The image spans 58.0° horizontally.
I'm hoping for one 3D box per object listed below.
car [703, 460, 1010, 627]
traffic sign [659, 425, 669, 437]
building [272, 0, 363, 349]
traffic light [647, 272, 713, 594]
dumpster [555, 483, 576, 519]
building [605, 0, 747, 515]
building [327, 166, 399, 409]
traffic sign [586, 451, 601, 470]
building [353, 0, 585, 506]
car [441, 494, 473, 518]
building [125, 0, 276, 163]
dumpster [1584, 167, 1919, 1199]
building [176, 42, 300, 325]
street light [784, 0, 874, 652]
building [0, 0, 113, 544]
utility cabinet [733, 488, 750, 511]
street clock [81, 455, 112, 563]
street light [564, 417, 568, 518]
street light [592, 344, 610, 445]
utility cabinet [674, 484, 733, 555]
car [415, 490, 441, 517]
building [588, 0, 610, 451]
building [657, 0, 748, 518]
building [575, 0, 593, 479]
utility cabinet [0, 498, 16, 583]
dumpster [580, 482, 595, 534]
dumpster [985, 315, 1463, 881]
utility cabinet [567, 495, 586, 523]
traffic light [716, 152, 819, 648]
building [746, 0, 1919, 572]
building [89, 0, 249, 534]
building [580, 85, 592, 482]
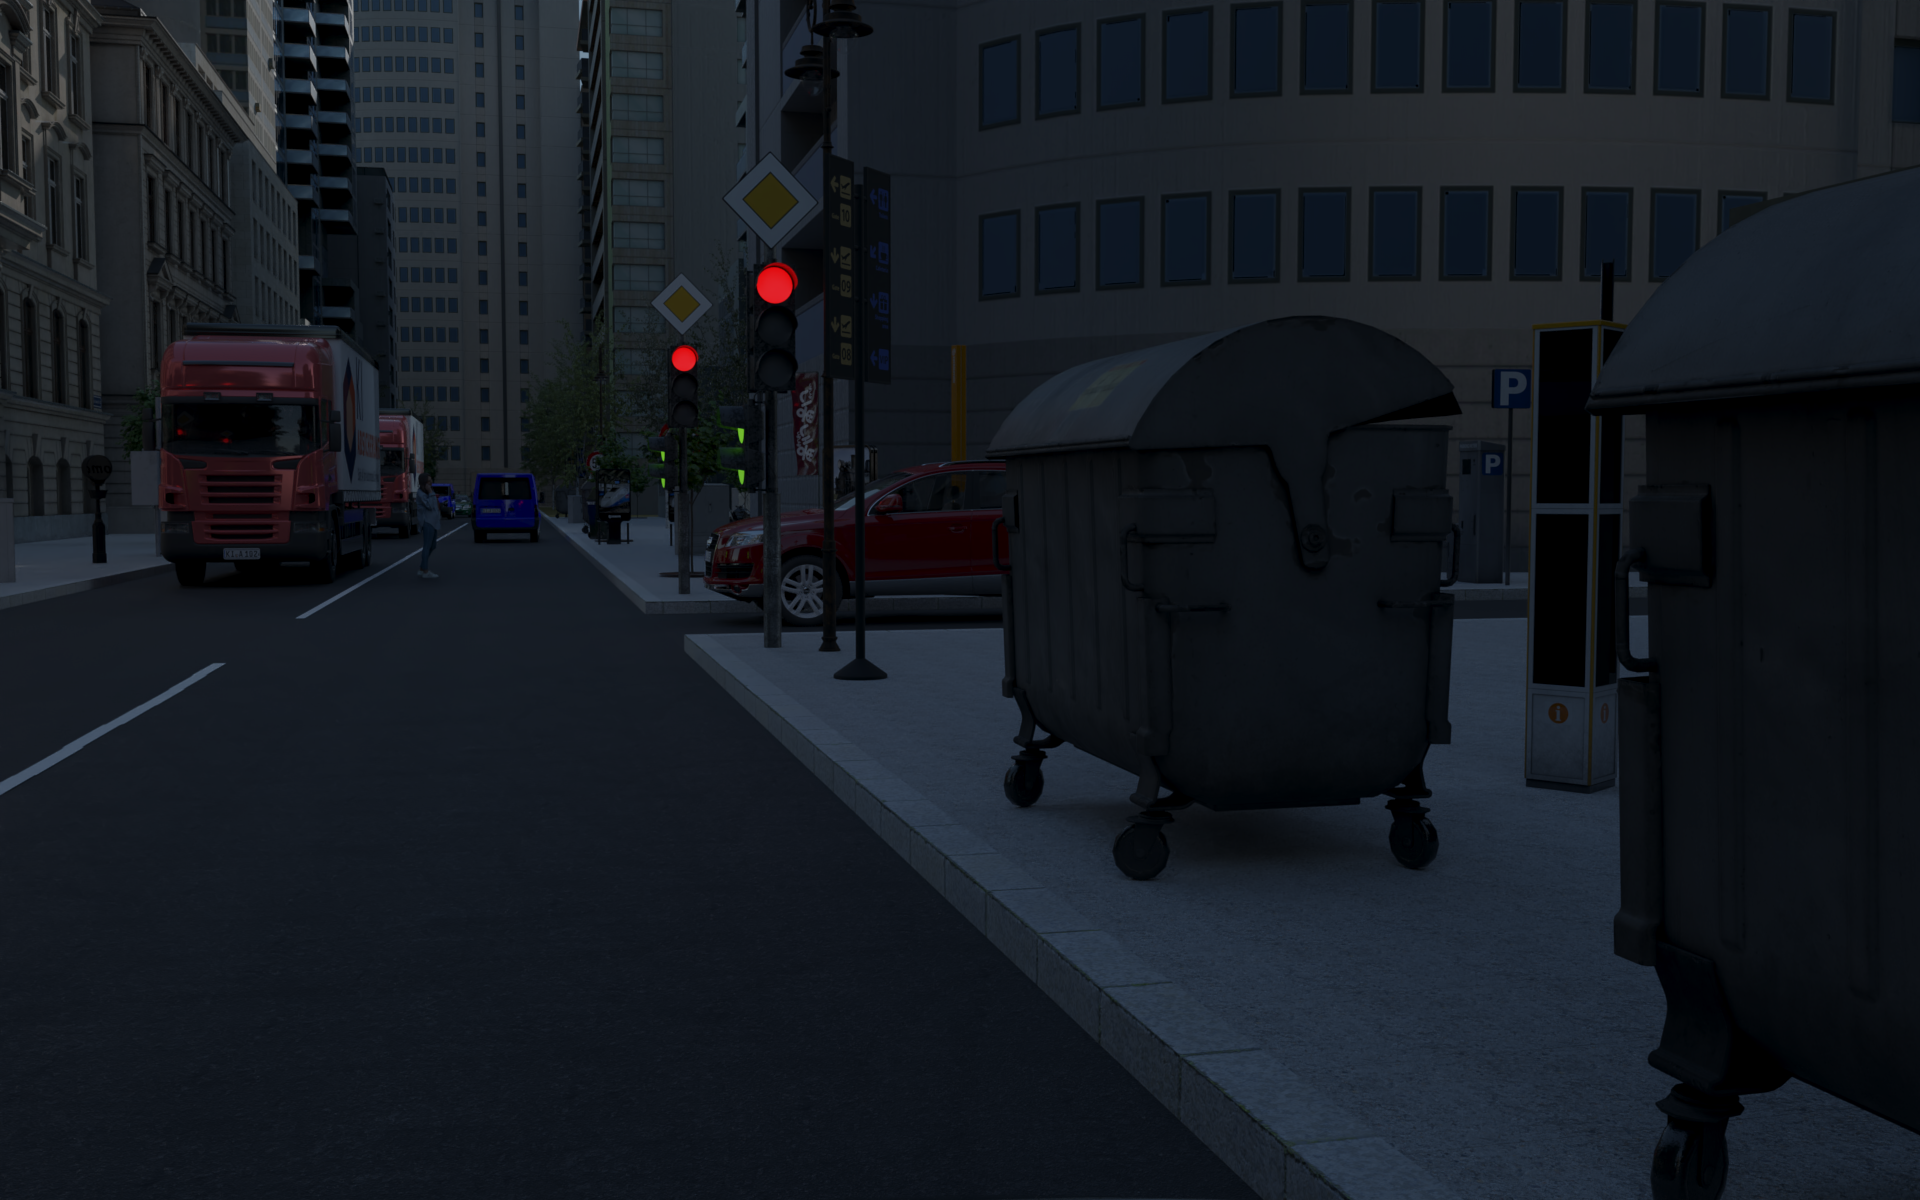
[{"bbox_3d":[-0.294,-0.692,19.980,5.304,1.827,2.281,-1,4,-14],"label":"car"},{"bbox_3d":[-4.701,-1.781,29.220,0.768,2.556,0.104,-1,4,-12],"label":"traffic sign"},{"bbox_3d":[-55.286,-49.791,126.746,22.319,86.520,31.000,-1,4,-14],"label":"building"},{"bbox_3d":[-3.559,-2.031,22.128,0.839,4.253,0.868,-1,4,-14],"label":"traffic light"},{"bbox_3d":[-20.803,-5.254,91.658,1.264,1.857,1.865,-1,4,-14],"label":"dumpster"},{"bbox_3d":[-15.709,-26.193,111.856,14.154,41.232,14.086,-1,4,-14],"label":"building"},{"bbox_3d":[-57.522,-23.382,153.989,14.107,30.474,14.160,-1,4,-14],"label":"building"},{"bbox_3d":[-10.577,-3.104,50.863,0.768,2.556,0.104,0,4,-7],"label":"traffic sign"},{"bbox_3d":[-55.264,-39.383,185.910,28.212,58.520,21.231,-1,4,-14],"label":"building"},{"bbox_3d":[-30.911,-5.795,106.551,2.131,1.459,4.920,-1,4,-14],"label":"car"},{"bbox_3d":[-53.286,-24.954,99.871,32.217,40.220,23.993,-1,4,-14],"label":"building"},{"bbox_3d":[1.949,0.203,2.448,1.264,1.857,1.865,-1,4,-14],"label":"dumpster"},{"bbox_3d":[-37.449,-13.845,81.115,10.420,20.320,16.860,-1,4,-14],"label":"building"},{"bbox_3d":[-1.067,-2.520,13.984,0.468,5.910,1.993,-1,4,-14],"label":"street light"},{"bbox_3d":[-27.590,-13.270,36.048,14.460,24.649,34.723,-1,4,-14],"label":"building"},{"bbox_3d":[-7.960,-3.360,63.619,0.318,1.500,1.173,1,4,21],"label":"utility cabinet"},{"bbox_3d":[-15.959,-1.682,32.069,0.358,2.002,0.471,3,5,41],"label":"street clock"},{"bbox_3d":[-21.542,-7.449,94.580,0.468,5.910,1.993,-1,4,-14],"label":"street light"},{"bbox_3d":[-11.043,-4.927,53.337,0.468,5.910,1.993,-1,4,-14],"label":"street light"},{"bbox_3d":[-5.387,-1.685,36.230,1.173,1.500,0.318,-3,5,-41],"label":"utility cabinet"},{"bbox_3d":[-26.046,-4.539,82.893,2.281,1.827,5.304,-1,4,-13],"label":"car"},{"bbox_3d":[-16.423,-30.961,129.917,21.300,48.544,21.600,-1,4,-14],"label":"building"},{"bbox_3d":[-2.285,-47.068,82.233,22.319,86.520,31.000,-1,4,-14],"label":"building"},{"bbox_3d":[-22.671,-30.599,154.923,22.147,44.769,28.867,-1,4,-14],"label":"building"},{"bbox_3d":[-14.070,-0.831,24.754,0.306,1.237,1.020,2,4,25],"label":"utility cabinet"},{"bbox_3d":[-11.723,-3.105,56.532,1.264,1.857,1.865,-1,4,-14],"label":"dumpster"},{"bbox_3d":[0.928,-0.045,6.498,1.264,1.857,1.865,-1,4,-14],"label":"dumpster"},{"bbox_3d":[-16.869,-3.981,76.243,0.306,1.237,1.020,1,4,19],"label":"utility cabinet"},{"bbox_3d":[-1.587,-1.558,14.390,0.839,4.253,0.868,-1,4,-14],"label":"traffic light"},{"bbox_3d":[10.464,-30.288,37.206,28.212,58.520,21.231,-1,4,-14],"label":"building"},{"bbox_3d":[-32.749,-12.126,62.894,10.561,19.102,19.286,-1,4,-14],"label":"building"},{"bbox_3d":[-33.772,-32.889,187.839,14.200,45.320,14.600,-1,4,-14],"label":"building"}]
